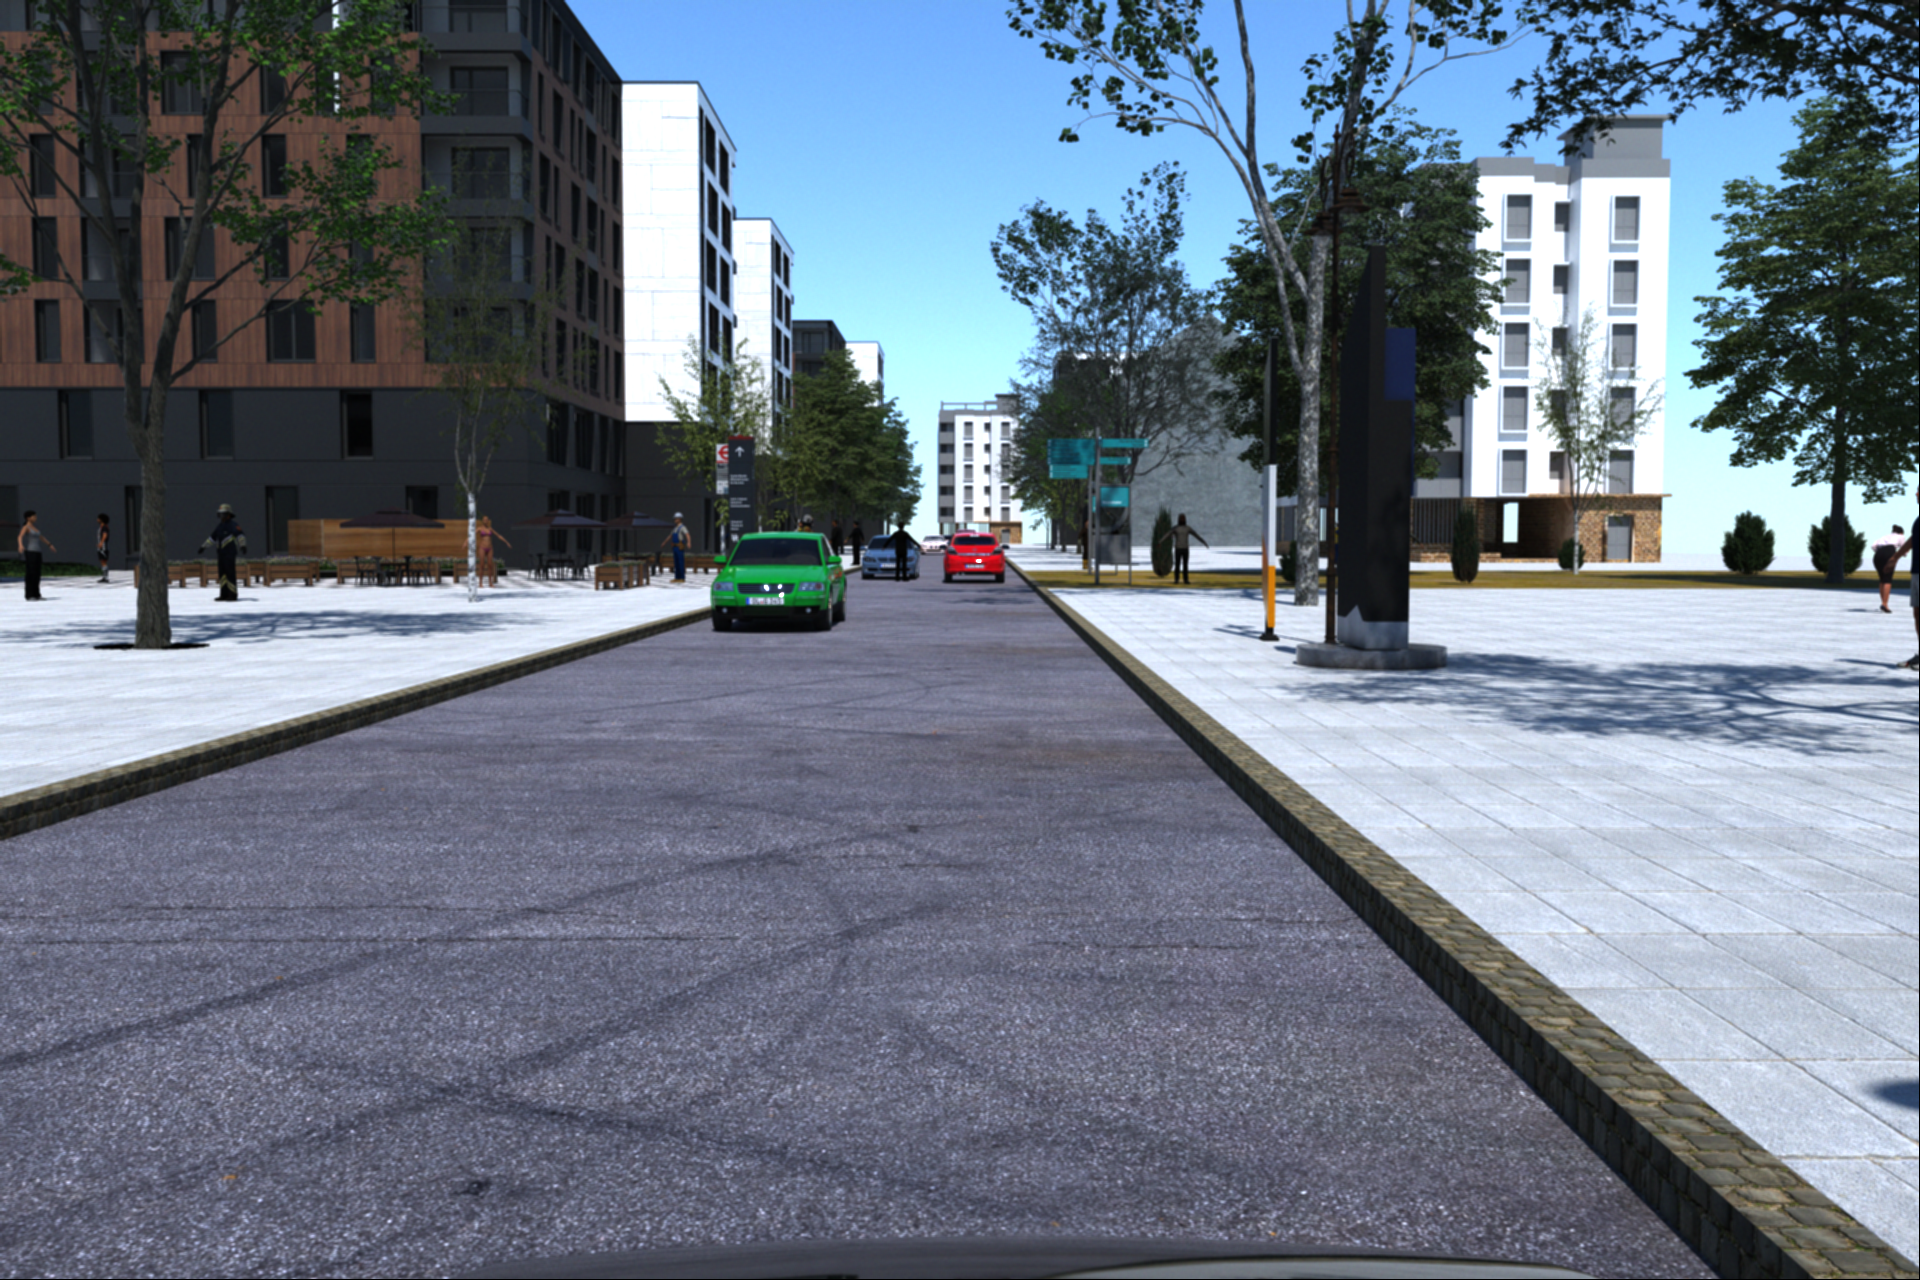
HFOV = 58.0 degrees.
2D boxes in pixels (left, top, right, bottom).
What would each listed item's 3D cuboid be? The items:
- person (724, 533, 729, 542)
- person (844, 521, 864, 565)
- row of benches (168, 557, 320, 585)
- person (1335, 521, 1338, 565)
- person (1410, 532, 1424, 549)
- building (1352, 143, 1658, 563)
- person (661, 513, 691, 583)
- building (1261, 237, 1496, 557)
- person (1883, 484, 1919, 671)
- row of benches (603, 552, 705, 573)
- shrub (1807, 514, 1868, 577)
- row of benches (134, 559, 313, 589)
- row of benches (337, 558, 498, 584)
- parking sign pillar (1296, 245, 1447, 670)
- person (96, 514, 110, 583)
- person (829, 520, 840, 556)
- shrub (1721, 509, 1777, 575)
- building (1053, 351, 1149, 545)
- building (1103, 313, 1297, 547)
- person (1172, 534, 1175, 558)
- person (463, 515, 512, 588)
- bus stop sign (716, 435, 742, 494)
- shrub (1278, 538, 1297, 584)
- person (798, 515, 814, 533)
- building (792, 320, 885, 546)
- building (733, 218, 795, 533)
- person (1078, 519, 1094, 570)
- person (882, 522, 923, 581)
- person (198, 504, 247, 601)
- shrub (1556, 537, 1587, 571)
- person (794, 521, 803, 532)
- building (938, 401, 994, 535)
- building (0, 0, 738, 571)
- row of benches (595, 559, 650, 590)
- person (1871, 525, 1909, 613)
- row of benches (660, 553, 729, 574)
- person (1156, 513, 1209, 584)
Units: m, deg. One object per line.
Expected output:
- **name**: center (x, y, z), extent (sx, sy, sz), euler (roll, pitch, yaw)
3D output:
- **person**: center (-9.326, -4.023, 72.242), extent (1.216, 1.772, 0.721), euler (1, 4, 19)
- **person**: center (-4.284, -3.984, 71.080), extent (0.705, 1.837, 1.347), euler (2, 4, 31)
- **row of benches**: center (-18.625, -1.829, 45.360), extent (1.422, 0.672, 4.104), euler (3, 4, 36)
- **person**: center (15.797, -4.055, 72.273), extent (0.705, 1.833, 1.349), euler (0, 4, 0)
- **person**: center (11.736, -2.458, 46.465), extent (1.348, 1.796, 0.705), euler (2, 4, 24)
- **building**: center (25.802, -14.314, 90.452), extent (16.016, 20.090, 11.380), euler (0, 4, 1)
- **person**: center (-7.437, -2.435, 45.671), extent (0.705, 1.847, 1.347), euler (-3, 5, -42)
- **building**: center (24.313, -15.459, 109.182), extent (16.016, 20.090, 11.380), euler (0, 4, 0)
- **person**: center (9.107, -0.623, 16.354), extent (0.704, 1.807, 1.345), euler (0, 4, 7)
- **row of benches**: center (-10.454, -2.649, 58.769), extent (4.104, 0.672, 1.422), euler (2, 4, 29)
- **shrub**: center (26.497, -2.931, 52.346), extent (1.690, 2.028, 1.600), euler (0, 3, 0)
- **row of benches**: center (-17.707, -1.619, 41.937), extent (4.104, 0.672, 1.422), euler (-2, 4, -30)
- **row of benches**: center (-13.980, -1.807, 45.001), extent (4.104, 0.672, 1.422), euler (-1, 4, -10)
- **parking sign pillar**: center (4.038, -1.739, 16.902), extent (1.447, 3.967, 1.447), euler (0, 4, 0)
- **person**: center (-22.655, -2.422, 45.744), extent (0.704, 1.843, 1.345), euler (-2, 4, -28)
- **person**: center (-4.552, -3.474, 63.020), extent (0.704, 1.802, 1.346), euler (0, 4, 7)
- **shrub**: center (24.900, -3.100, 54.726), extent (1.661, 2.075, 1.752), euler (0, 3, 0)
- **building**: center (25.039, -22.380, 209.883), extent (27.936, 21.610, 32.646), euler (0, 4, 1)
- **building**: center (24.579, -21.409, 180.959), extent (19.493, 23.208, 18.063), euler (0, 4, 0)
- **person**: center (8.859, -3.919, 73.345), extent (0.599, 1.433, 0.991), euler (0, 4, -7)
- **person**: center (-11.339, -2.123, 41.508), extent (1.217, 1.733, 0.721), euler (-3, 4, -37)
- **bus stop sign**: center (-6.145, -3.553, 46.800), extent (0.855, 3.939, 0.416), euler (0, 4, 3)
- **shrub**: center (8.664, -2.042, 44.507), extent (1.383, 1.207, 1.383), euler (0, 3, 0)
- **person**: center (-4.555, -2.833, 52.088), extent (0.705, 1.858, 1.354), euler (-1, 4, -21)
- **building**: center (-22.640, -20.665, 181.853), extent (27.936, 21.610, 32.646), euler (0, 4, 0)
- **building**: center (-26.165, -16.287, 110.261), extent (27.936, 21.610, 32.646), euler (0, 4, 1)
- **person**: center (4.622, -3.456, 62.647), extent (0.704, 1.812, 1.346), euler (3, 5, 39)
- **person**: center (-1.764, -2.680, 52.458), extent (1.347, 1.806, 0.705), euler (1, 4, 21)
- **person**: center (-14.011, -1.662, 33.034), extent (1.351, 1.845, 0.704), euler (2, 4, 31)
- **shrub**: center (21.291, -3.009, 60.311), extent (1.383, 1.207, 1.383), euler (0, 3, 0)
- **person**: center (-6.510, -3.950, 70.767), extent (1.347, 1.806, 0.705), euler (0, 4, 5)
- **building**: center (-2.594, -23.092, 236.422), extent (11.380, 20.090, 16.016), euler (-1, 4, -8)
- **building**: center (-25.723, -14.210, 76.301), extent (27.936, 21.610, 32.646), euler (0, 4, 0)
- **row of benches**: center (-8.057, -1.585, 41.378), extent (1.422, 0.672, 4.104), euler (0, 4, -1)
- **person**: center (15.235, -1.167, 28.318), extent (0.628, 1.438, 0.799), euler (1, 4, 17)
- **row of benches**: center (-8.049, -2.475, 55.925), extent (4.104, 0.672, 1.422), euler (2, 4, 32)
- **person**: center (5.683, -2.337, 44.337), extent (1.348, 1.813, 0.705), euler (0, 4, -2)
